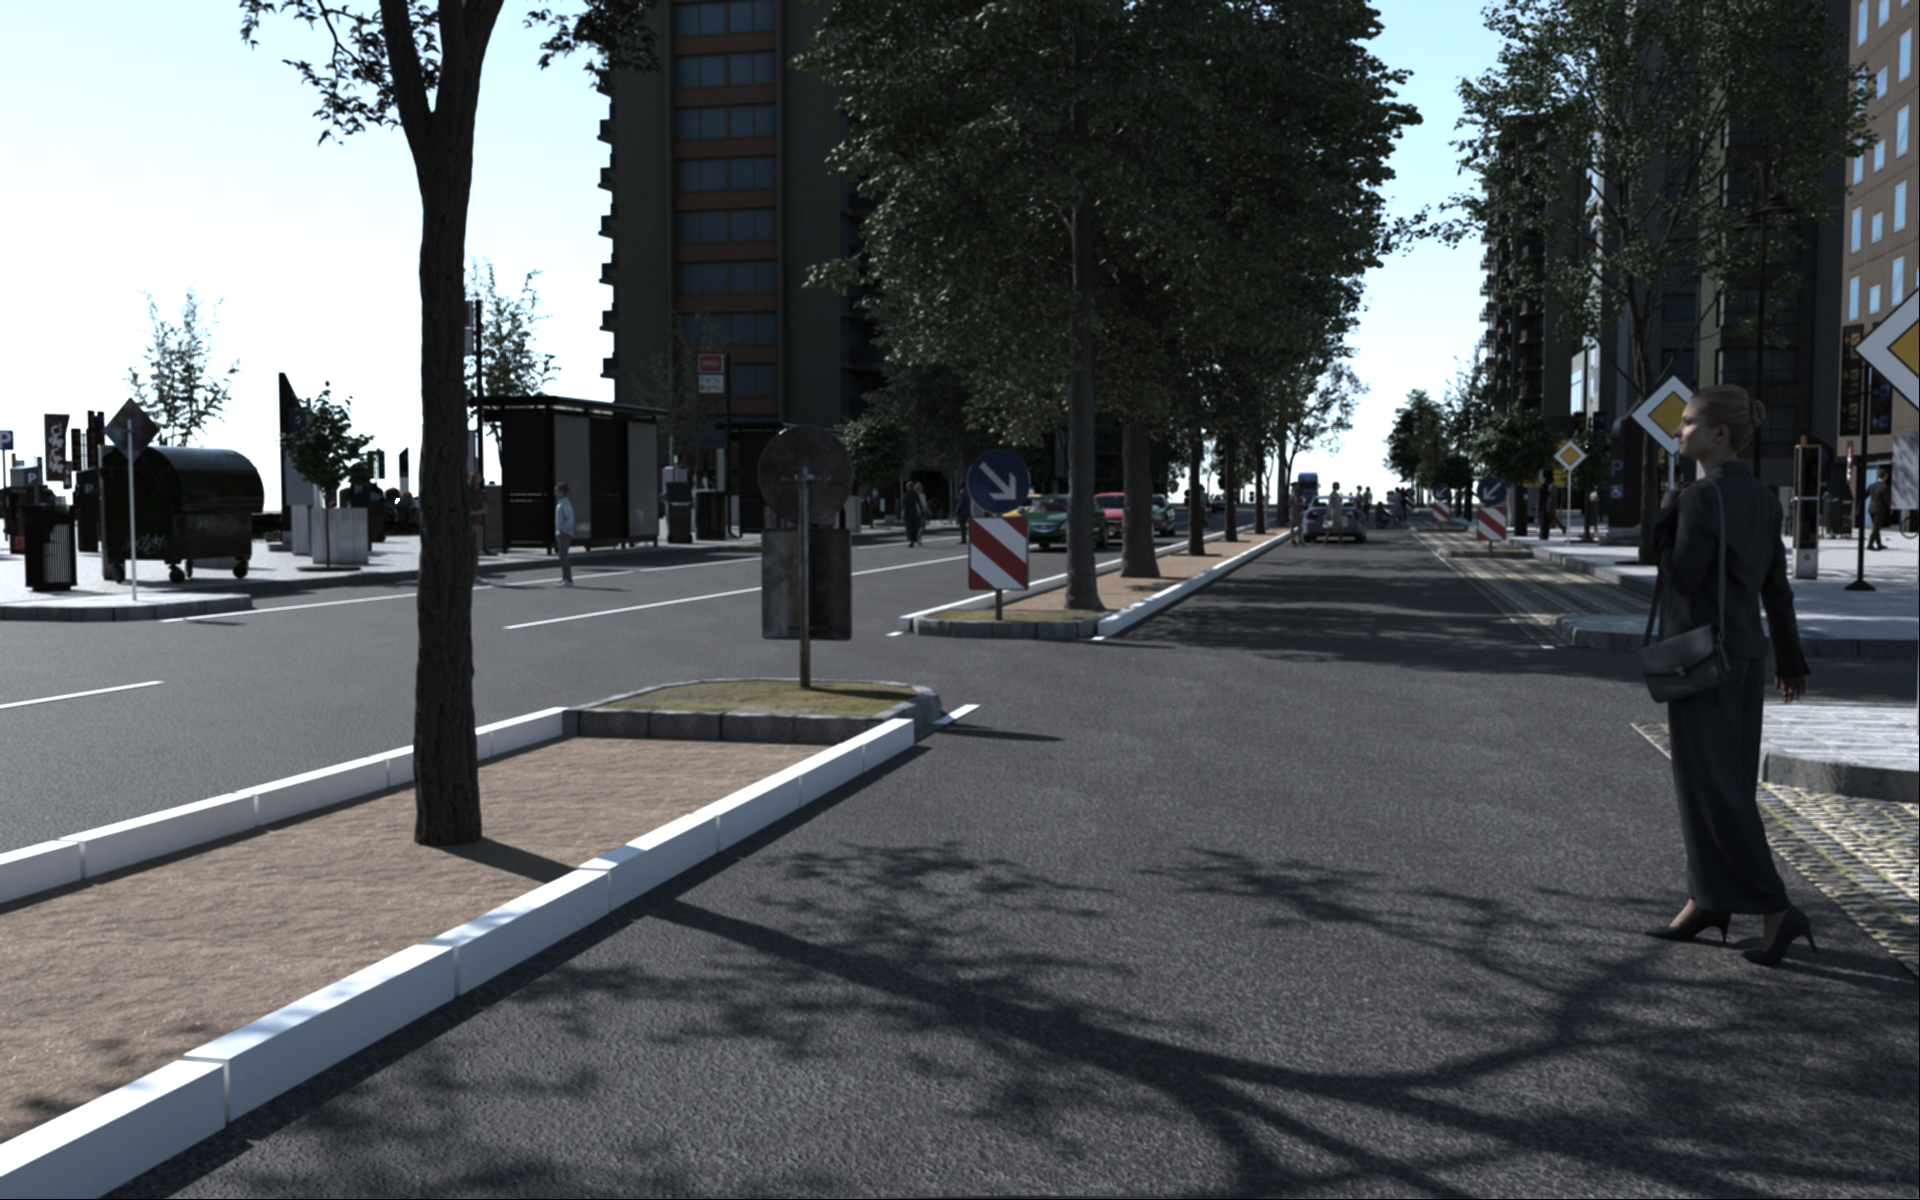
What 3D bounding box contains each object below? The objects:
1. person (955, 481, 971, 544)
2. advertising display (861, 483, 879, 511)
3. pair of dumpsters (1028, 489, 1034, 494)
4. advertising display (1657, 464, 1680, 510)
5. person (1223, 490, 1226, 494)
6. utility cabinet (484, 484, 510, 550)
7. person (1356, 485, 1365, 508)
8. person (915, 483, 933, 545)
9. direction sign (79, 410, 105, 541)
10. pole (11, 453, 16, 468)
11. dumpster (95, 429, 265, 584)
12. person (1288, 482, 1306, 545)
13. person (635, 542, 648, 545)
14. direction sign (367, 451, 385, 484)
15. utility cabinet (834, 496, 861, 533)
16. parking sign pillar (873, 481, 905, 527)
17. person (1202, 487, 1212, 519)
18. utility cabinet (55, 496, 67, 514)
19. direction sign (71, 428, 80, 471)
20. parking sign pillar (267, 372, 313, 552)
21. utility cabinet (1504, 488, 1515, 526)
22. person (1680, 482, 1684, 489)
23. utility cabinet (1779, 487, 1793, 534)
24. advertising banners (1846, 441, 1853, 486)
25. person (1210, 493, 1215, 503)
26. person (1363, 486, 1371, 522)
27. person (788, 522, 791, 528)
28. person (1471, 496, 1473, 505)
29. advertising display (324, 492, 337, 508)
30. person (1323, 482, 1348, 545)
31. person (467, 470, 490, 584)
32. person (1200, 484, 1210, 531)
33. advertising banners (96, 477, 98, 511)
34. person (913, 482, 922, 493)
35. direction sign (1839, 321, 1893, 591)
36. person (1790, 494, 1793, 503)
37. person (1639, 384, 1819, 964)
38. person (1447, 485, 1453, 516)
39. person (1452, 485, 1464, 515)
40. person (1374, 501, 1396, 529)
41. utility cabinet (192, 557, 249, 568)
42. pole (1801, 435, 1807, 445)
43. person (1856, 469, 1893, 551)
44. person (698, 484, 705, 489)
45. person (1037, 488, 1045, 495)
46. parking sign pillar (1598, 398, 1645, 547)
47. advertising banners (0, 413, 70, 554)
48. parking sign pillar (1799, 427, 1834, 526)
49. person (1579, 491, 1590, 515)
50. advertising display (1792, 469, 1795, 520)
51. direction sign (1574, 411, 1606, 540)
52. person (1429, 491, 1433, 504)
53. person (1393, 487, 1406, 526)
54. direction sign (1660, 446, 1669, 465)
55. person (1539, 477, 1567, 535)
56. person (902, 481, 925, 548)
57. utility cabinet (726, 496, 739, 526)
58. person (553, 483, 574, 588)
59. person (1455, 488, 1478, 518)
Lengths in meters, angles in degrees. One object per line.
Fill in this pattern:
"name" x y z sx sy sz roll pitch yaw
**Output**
"person" 0.093 -2.503 49.600 0.419 1.800 0.721 1 4 16
"advertising display" -4.842 -5.362 92.885 0.974 1.923 0.123 -1 4 -21
"pair of dumpsters" 2.868 -5.551 93.249 1.574 2.255 4.437 1 4 13
"advertising display" 15.519 -2.007 38.023 0.974 1.923 0.123 -3 5 -43
"person" 31.375 -12.147 205.565 0.541 1.710 0.530 -1 4 -22
"utility cabinet" -10.711 -1.866 39.188 0.318 1.500 1.173 2 4 30
"person" 16.000 -3.693 69.228 0.374 1.781 0.599 0 4 1
"person" -1.103 -2.406 48.514 0.731 1.740 0.598 1 4 20
"direction sign" -23.457 -3.371 47.119 0.379 3.537 0.876 0 4 0
"pole" -46.798 -5.620 85.730 0.158 3.312 0.155 0 3 0
"dumpster" -11.530 -1.415 25.623 1.502 2.255 1.985 1 4 13
"person" 9.429 -2.423 48.464 0.374 1.781 0.599 -1 4 -14
"person" -8.136 -2.238 43.646 0.512 1.701 0.522 -1 4 -13
"direction sign" -30.382 -6.005 90.183 0.876 3.537 0.379 -1 4 -15
"utility cabinet" -3.783 -2.848 57.732 1.020 1.237 0.306 2 4 33
"parking sign pillar" -2.762 -4.905 68.674 1.447 3.967 1.447 0 3 0
"person" 10.746 -4.127 76.463 0.782 1.767 0.515 1 4 20
"utility cabinet" -38.244 -3.821 73.627 0.306 1.237 1.020 -1 4 -17
"direction sign" -30.228 -4.148 59.825 0.379 3.537 0.876 2 4 34
"parking sign pillar" -14.877 -3.092 39.030 1.447 3.967 1.447 0 4 -2
"utility cabinet" 21.664 -3.637 68.149 0.318 1.500 1.173 0 4 4
"person" 29.202 -3.890 69.995 0.623 1.781 0.721 1 4 19
"utility cabinet" 26.380 -2.843 55.166 0.318 1.500 1.173 3 4 37
"advertising banners" 29.437 -3.777 57.939 0.090 3.025 2.074 0 4 7
"person" 36.648 -14.816 251.509 0.697 1.427 0.421 2 4 33
"person" 20.733 -4.902 88.662 0.620 1.820 0.660 -1 4 -16
"person" -4.588 -1.945 45.319 0.382 1.210 0.505 1 4 11
"person" 47.393 -9.457 161.114 0.568 1.767 0.683 1 4 21
"advertising display" -33.567 -5.333 92.402 0.974 1.923 0.123 3 4 36
"person" 10.493 -2.423 48.462 0.694 1.780 0.624 -3 4 -36
"person" -7.824 -1.167 27.562 0.573 1.828 0.580 1 4 15
"person" 9.561 -3.646 68.126 0.620 1.820 0.660 1 4 16
"advertising banners" -46.041 -5.796 90.953 2.074 3.025 0.090 -1 4 -20
"person" -2.050 -4.539 80.068 0.655 1.846 0.447 0 4 7
"direction sign" 12.016 -1.897 23.018 0.379 3.537 0.876 -1 4 -15
"person" 22.644 -2.480 46.785 0.583 1.804 0.606 -2 4 -27
"person" 2.433 0.213 5.436 0.534 1.772 0.576 2 4 29
"person" 28.393 -5.765 100.313 0.705 1.823 1.348 1 4 18
"person" 30.270 -6.057 105.155 0.705 1.814 1.350 -1 4 -13
"person" 17.185 -3.435 70.159 1.012 1.151 0.738 -2 4 -30
"utility cabinet" -12.962 -1.166 30.224 1.020 1.237 0.306 1 4 13
"pole" 29.364 -4.068 60.352 0.158 3.312 0.155 0 3 0
"person" 20.812 -2.041 39.197 0.755 1.850 0.659 -1 4 -19
"person" -12.659 -4.835 85.452 0.716 1.782 0.532 -3 5 -39
"person" 6.189 -7.766 133.699 1.217 1.739 0.721 -1 4 -18
"parking sign pillar" 16.640 -3.331 42.939 1.447 3.967 1.447 -3 4 -39
"advertising banners" -20.189 -2.506 37.163 2.074 3.025 0.090 -3 4 -37
"parking sign pillar" 34.127 -4.935 69.151 1.447 3.967 1.447 3 5 40
"person" 38.197 -6.134 105.973 1.348 1.869 0.705 -3 5 -45
"advertising display" 20.353 -2.229 41.661 0.974 1.923 0.123 -2 4 -35
"direction sign" 17.308 -3.406 47.686 0.876 3.537 0.379 3 5 42
"person" 62.909 -13.745 231.719 0.436 1.711 0.756 -1 4 -16
"person" 19.956 -4.262 78.751 0.524 1.755 0.480 -3 5 -44
"direction sign" 24.545 -4.173 60.232 0.379 3.537 0.876 0 4 -4
"person" 18.510 -2.937 54.031 0.822 1.834 0.622 1 4 22
"person" -1.274 -2.299 46.518 0.576 1.772 0.534 -3 5 -42
"utility cabinet" -9.266 -3.606 70.126 1.020 1.237 0.306 0 4 1
"person" -6.128 -1.006 26.762 0.330 1.601 0.589 -1 4 -13
"person" 27.052 -5.267 92.236 1.350 1.814 0.705 1 4 10
